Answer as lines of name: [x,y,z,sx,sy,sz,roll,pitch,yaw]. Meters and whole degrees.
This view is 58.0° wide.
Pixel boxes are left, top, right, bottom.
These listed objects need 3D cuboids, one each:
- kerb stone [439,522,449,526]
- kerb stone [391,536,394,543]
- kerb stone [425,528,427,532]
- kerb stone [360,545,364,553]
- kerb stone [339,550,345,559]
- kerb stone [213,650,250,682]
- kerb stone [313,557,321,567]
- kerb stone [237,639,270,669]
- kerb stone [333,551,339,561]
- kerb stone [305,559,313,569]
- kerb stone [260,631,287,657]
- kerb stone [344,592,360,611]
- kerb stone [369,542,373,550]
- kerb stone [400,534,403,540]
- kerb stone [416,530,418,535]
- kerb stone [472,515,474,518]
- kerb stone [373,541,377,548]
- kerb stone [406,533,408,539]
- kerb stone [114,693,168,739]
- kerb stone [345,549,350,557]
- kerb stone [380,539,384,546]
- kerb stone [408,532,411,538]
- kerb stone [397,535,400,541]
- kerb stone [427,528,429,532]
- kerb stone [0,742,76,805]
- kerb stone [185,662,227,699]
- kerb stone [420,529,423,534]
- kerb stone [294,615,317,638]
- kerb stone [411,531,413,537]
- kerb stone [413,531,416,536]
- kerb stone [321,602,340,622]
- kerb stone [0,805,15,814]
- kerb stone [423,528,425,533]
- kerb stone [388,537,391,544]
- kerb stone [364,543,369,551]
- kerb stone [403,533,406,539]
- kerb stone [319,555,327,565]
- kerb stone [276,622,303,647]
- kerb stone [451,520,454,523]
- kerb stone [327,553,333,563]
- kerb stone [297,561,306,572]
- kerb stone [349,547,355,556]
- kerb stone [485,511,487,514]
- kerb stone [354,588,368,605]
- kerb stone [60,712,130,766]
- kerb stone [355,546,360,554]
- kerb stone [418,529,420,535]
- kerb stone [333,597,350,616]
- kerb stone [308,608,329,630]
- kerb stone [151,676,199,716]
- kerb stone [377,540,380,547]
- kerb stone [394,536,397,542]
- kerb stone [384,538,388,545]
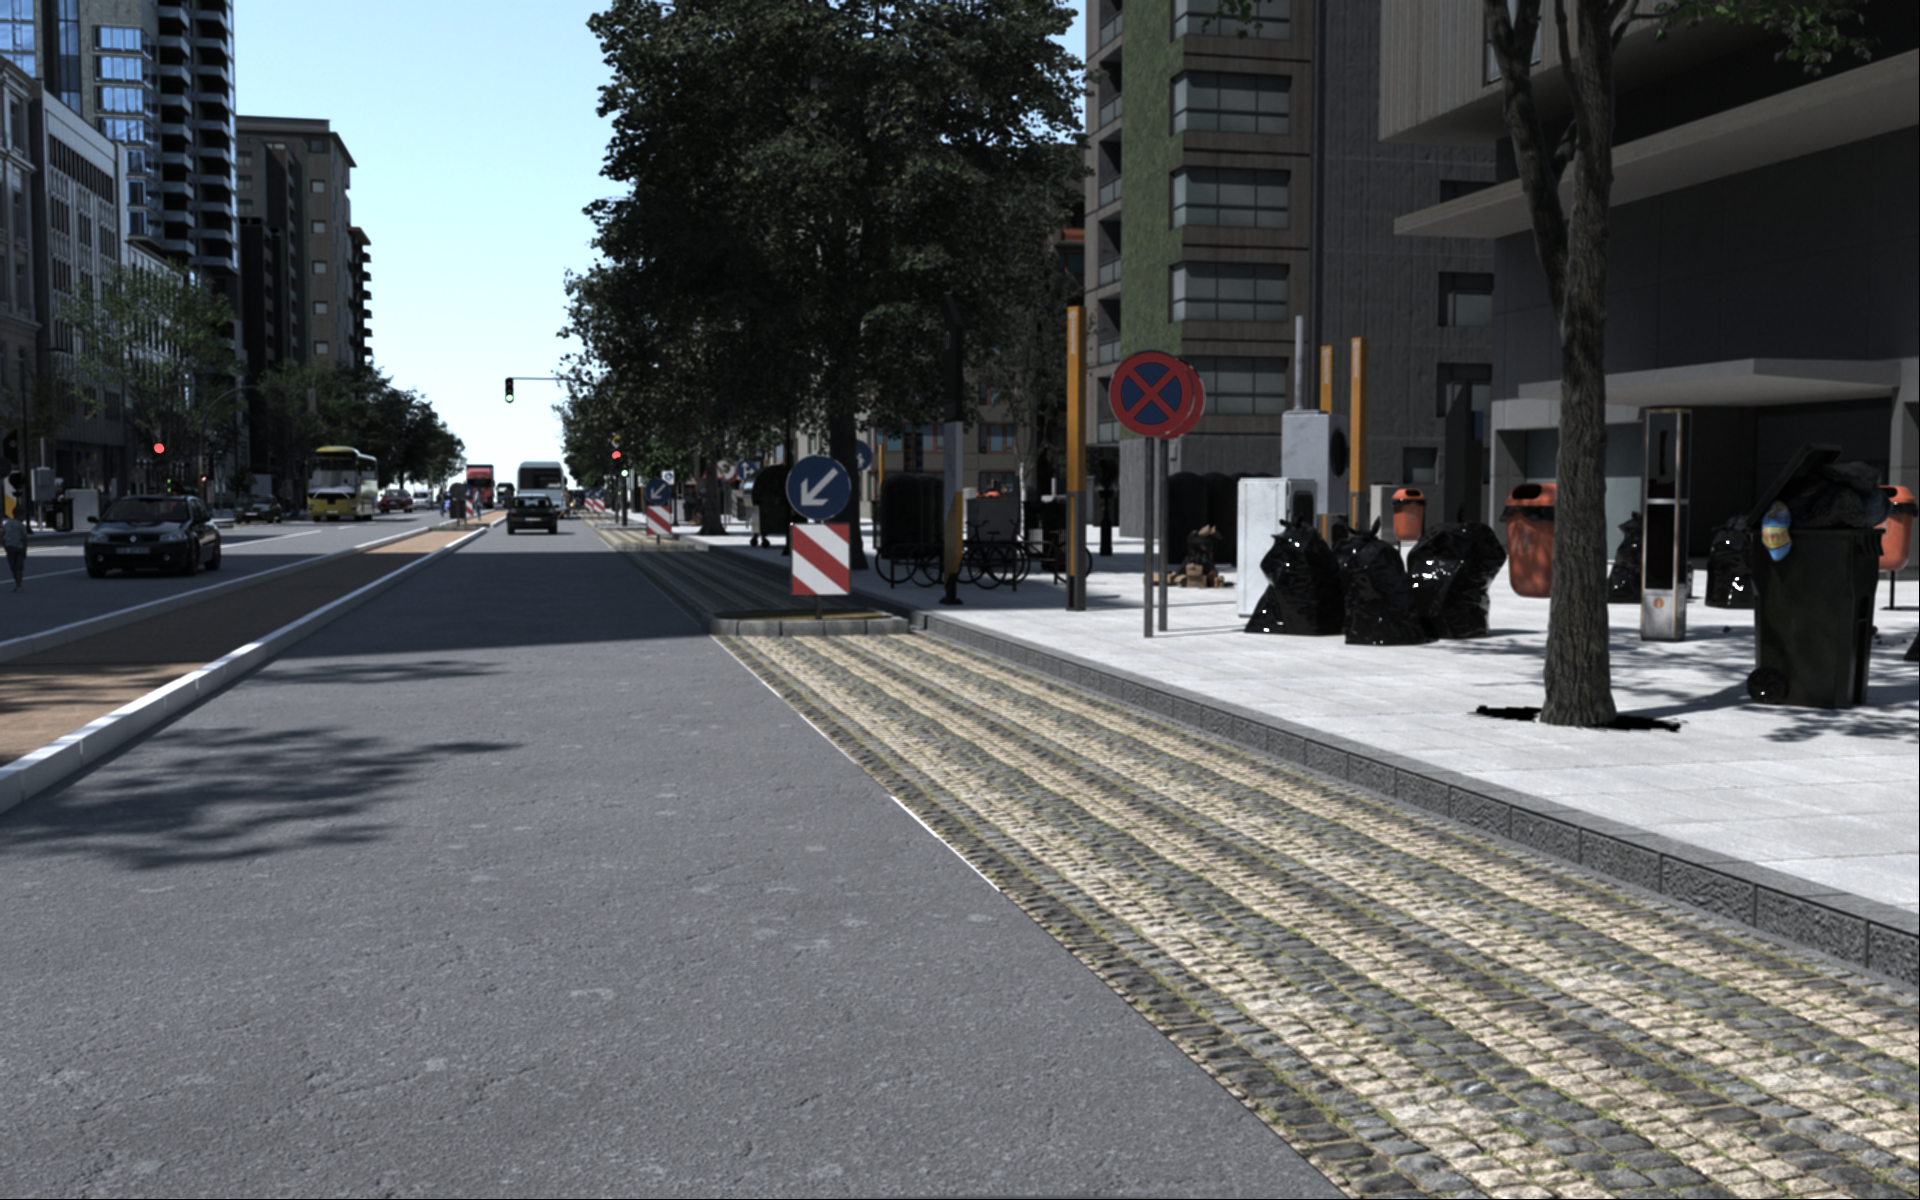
kerb stone: [-22.759,-3.315,76.402,0.120,0.150,1.000,-1,4,-13]
kerb stone: [-16.484,-1.695,49.917,0.120,0.150,1.000,-1,4,-13]
kerb stone: [-19.556,-2.490,62.907,0.120,0.150,1.000,-1,4,-13]
kerb stone: [-14.598,-1.206,41.919,0.120,0.150,1.000,-1,4,-13]
kerb stone: [-13.650,-0.961,37.916,0.120,0.150,1.000,-1,4,-13]
kerb stone: [-5.724,0.529,13.545,0.120,0.150,1.000,-1,4,-13]
kerb stone: [-12.706,-0.718,33.931,0.120,0.150,1.000,-1,4,-13]
kerb stone: [-5.962,0.468,14.539,0.120,0.150,1.000,-1,4,-13]
kerb stone: [-13.413,-0.899,36.921,0.120,0.150,1.000,-1,4,-13]
kerb stone: [-12.473,-0.656,32.927,0.120,0.150,1.000,-1,4,-13]
kerb stone: [-6.199,0.412,15.546,0.120,0.150,1.000,-1,4,-13]
kerb stone: [-7.611,0.041,21.523,0.120,0.150,1.000,-1,4,-13]
kerb stone: [-15.073,-1.328,43.908,0.120,0.150,1.000,-1,4,-13]
kerb stone: [-17.193,-1.873,52.914,0.120,0.150,1.000,-1,4,-13]
kerb stone: [-18.618,-2.245,58.904,0.120,0.150,1.000,-1,4,-13]
kerb stone: [-28.652,-4.835,101.335,0.120,0.150,1.000,-1,4,-13]
kerb stone: [-15.309,-1.389,44.910,0.120,0.150,1.000,-1,4,-13]
kerb stone: [-17.669,-1.998,54.904,0.120,0.150,1.000,-1,4,-13]
kerb stone: [-5.019,0.716,10.558,0.120,0.150,1.000,-1,4,-13]
kerb stone: [-13.891,-1.020,38.922,0.120,0.150,1.000,-1,4,-13]
kerb stone: [-15.779,-1.510,46.905,0.120,0.150,1.000,-1,4,-13]
kerb stone: [-17.909,-2.056,55.903,0.120,0.150,1.000,-1,4,-13]
kerb stone: [-16.961,-1.818,51.916,0.120,0.150,1.000,-1,4,-13]
kerb stone: [-19.800,-2.546,63.900,0.120,0.150,1.000,-1,4,-13]
kerb stone: [-4.547,0.838,8.569,0.120,0.150,1.000,-1,4,-13]
kerb stone: [-5.487,0.590,12.551,0.120,0.150,1.000,-1,4,-13]
kerb stone: [-19.089,-2.368,60.906,0.120,0.150,1.000,-1,4,-13]
kerb stone: [-6.666,0.287,17.537,0.120,0.150,1.000,-1,4,-13]
kerb stone: [-18.144,-2.118,56.907,0.120,0.150,1.000,-1,4,-13]
kerb stone: [-18.382,-2.184,57.901,0.120,0.150,1.000,-1,4,-13]
kerb stone: [-7.148,0.163,19.531,0.120,0.150,1.000,-1,4,-13]
kerb stone: [-4.316,0.895,7.566,0.120,0.150,1.000,-1,4,-13]
kerb stone: [-19.325,-2.426,61.901,0.120,0.150,1.000,-1,4,-13]
kerb stone: [-16.245,-1.632,48.900,0.120,0.150,1.000,-1,4,-13]
kerb stone: [-14.831,-1.267,42.915,0.120,0.150,1.000,-1,4,-13]
kerb stone: [-17.439,-1.939,53.906,0.120,0.150,1.000,-1,4,-13]
kerb stone: [-12.940,-0.776,34.926,0.120,0.150,1.000,-1,4,-13]
kerb stone: [-6.437,0.351,16.540,0.120,0.150,1.000,-1,4,-13]
kerb stone: [-23.696,-3.556,80.388,0.120,0.150,1.000,-1,4,-13]
kerb stone: [-13.177,-0.840,35.926,0.120,0.150,1.000,-1,4,-13]
kerb stone: [-12.242,-0.588,31.931,0.120,0.150,1.000,-1,4,-13]
kerb stone: [-14.126,-1.084,39.917,0.120,0.150,1.000,-1,4,-13]
kerb stone: [-33.381,-6.061,121.306,0.120,0.150,1.000,-1,4,-13]
kerb stone: [-7.847,-0.020,22.517,0.120,0.150,1.000,-1,4,-13]
kerb stone: [-4.781,0.773,9.564,0.120,0.150,1.000,-1,4,-13]
kerb stone: [-14.358,-1.145,40.917,0.120,0.150,1.000,-1,4,-13]
kerb stone: [-18.854,-2.306,59.911,0.120,0.150,1.000,-1,4,-13]
kerb stone: [-7.382,0.102,20.527,0.120,0.150,1.000,-1,4,-13]
kerb stone: [-6.908,0.224,18.537,0.120,0.150,1.000,-1,4,-13]
kerb stone: [-5.257,0.653,11.555,0.120,0.150,1.000,-1,4,-13]
kerb stone: [-15.546,-1.448,45.907,0.120,0.150,1.000,-1,4,-13]
kerb stone: [-16.731,-1.755,50.917,0.120,0.150,1.000,-1,4,-13]
kerb stone: [-16.012,-1.572,47.900,0.120,0.150,1.000,-1,4,-13]
